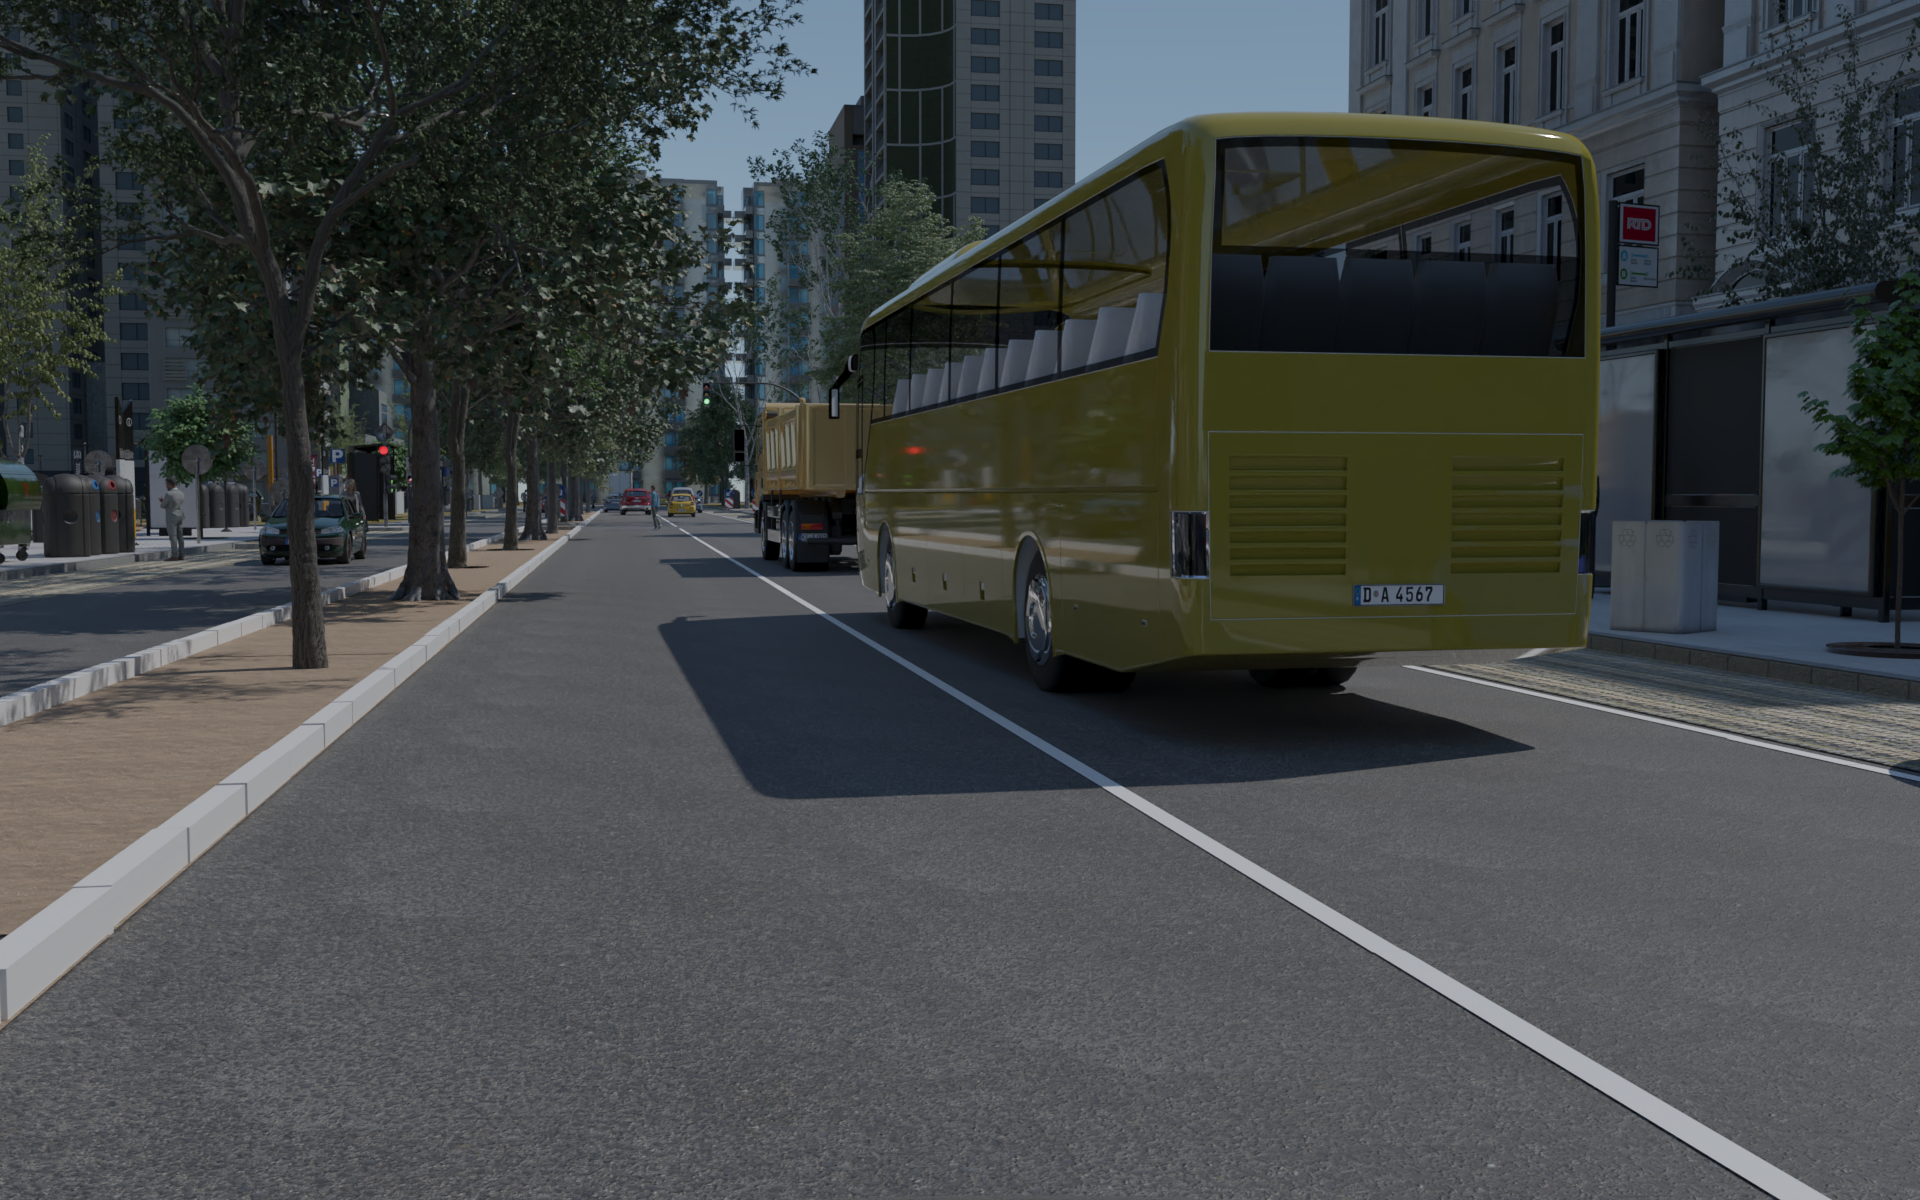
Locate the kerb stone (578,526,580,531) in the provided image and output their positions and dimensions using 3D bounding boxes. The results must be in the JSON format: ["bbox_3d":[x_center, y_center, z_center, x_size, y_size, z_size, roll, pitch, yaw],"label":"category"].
[{"bbox_3d":[-14.325,-2.590,64.547,0.120,0.150,1.000,-1,4,-11],"label":"kerb stone"}]

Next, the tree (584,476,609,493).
[{"bbox_3d":[-29.660,-11.327,138.015,4.737,8.622,4.395,0,3,0],"label":"tree"}]

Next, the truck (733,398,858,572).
[{"bbox_3d":[-2.650,-2.436,35.749,3.469,3.379,9.791,-1,4,-12],"label":"truck"}]

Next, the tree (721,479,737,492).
[{"bbox_3d":[-23.676,-11.198,177.682,1.663,3.219,1.824,0,3,0],"label":"tree"}]

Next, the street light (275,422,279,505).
[{"bbox_3d":[-22.377,-5.130,56.670,0.468,5.910,1.993,-1,4,-11],"label":"street light"}]

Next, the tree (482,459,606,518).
[{"bbox_3d":[-23.003,-11.791,101.898,9.857,13.997,8.962,0,3,0],"label":"tree"}]

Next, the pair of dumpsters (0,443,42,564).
[{"bbox_3d":[-17.950,-1.744,31.006,1.574,2.255,4.437,-1,4,-11],"label":"pair of dumpsters"}]

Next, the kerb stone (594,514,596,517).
[{"bbox_3d":[-21.098,-4.713,99.252,0.120,0.150,1.000,-1,4,-11],"label":"kerb stone"}]

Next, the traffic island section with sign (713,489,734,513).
[{"bbox_3d":[-17.517,-7.433,130.163,1.989,1.847,2.006,-1,4,-11],"label":"traffic island section with sign"}]

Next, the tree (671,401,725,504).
[{"bbox_3d":[-33.338,-19.562,226.500,9.857,13.997,8.962,0,3,0],"label":"tree"}]

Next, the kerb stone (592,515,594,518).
[{"bbox_3d":[-20.114,-4.402,94.212,0.120,0.150,1.000,-1,4,-11],"label":"kerb stone"}]

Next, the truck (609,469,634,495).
[{"bbox_3d":[-39.457,-13.011,201.647,2.839,4.237,11.283,-1,4,-9],"label":"truck"}]

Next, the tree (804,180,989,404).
[{"bbox_3d":[-1.843,-8.900,63.648,7.486,12.596,7.792,0,3,0],"label":"tree"}]

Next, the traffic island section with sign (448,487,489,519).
[{"bbox_3d":[-28.438,-5.582,99.900,1.989,1.847,2.006,-1,4,-11],"label":"traffic island section with sign"}]

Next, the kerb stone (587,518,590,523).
[{"bbox_3d":[-18.160,-3.790,84.163,0.120,0.150,1.000,-1,4,-11],"label":"kerb stone"}]

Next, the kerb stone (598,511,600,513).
[{"bbox_3d":[-24.241,-5.695,115.349,0.120,0.150,1.000,-1,4,-11],"label":"kerb stone"}]

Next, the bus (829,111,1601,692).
[{"bbox_3d":[1.114,-1.465,15.498,2.896,3.916,12.252,-1,4,-12],"label":"bus"}]

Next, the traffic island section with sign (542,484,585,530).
[{"bbox_3d":[-17.735,-4.185,76.564,2.006,1.907,1.989,-1,4,-11],"label":"traffic island section with sign"}]

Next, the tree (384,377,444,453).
[{"bbox_3d":[-32.426,-9.422,104.413,4.737,8.622,4.395,0,3,0],"label":"tree"}]

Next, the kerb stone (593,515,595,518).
[{"bbox_3d":[-20.517,-4.527,96.229,0.120,0.150,1.000,-1,4,-11],"label":"kerb stone"}]

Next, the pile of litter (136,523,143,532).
[{"bbox_3d":[-28.391,-2.749,58.914,1.176,0.858,1.719,3,4,36],"label":"pile of litter"}]

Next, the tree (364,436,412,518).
[{"bbox_3d":[-30.747,-6.687,93.050,4.285,4.588,4.351,0,3,0],"label":"tree"}]

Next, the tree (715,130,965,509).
[{"bbox_3d":[-5.666,-14.242,88.738,12.611,20.169,13.585,0,3,0],"label":"tree"}]

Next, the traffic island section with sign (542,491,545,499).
[{"bbox_3d":[-48.588,-11.896,203.121,1.989,1.847,2.006,-1,4,-11],"label":"traffic island section with sign"}]

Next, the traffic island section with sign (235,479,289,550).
[{"bbox_3d":[-17.811,-2.255,45.497,1.989,1.847,2.006,-1,4,-11],"label":"traffic island section with sign"}]

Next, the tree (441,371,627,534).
[{"bbox_3d":[-14.924,-8.688,62.627,7.486,12.596,7.792,0,3,0],"label":"tree"}]

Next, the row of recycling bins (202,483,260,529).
[{"bbox_3d":[-28.173,-3.591,65.818,1.069,1.692,3.534,1,4,9],"label":"row of recycling bins"}]

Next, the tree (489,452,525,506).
[{"bbox_3d":[-47.188,-14.068,180.370,4.737,8.622,4.395,0,3,0],"label":"tree"}]

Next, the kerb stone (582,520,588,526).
[{"bbox_3d":[-16.970,-3.421,78.121,0.120,0.150,1.000,-1,4,-11],"label":"kerb stone"}]

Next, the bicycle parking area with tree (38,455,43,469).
[{"bbox_3d":[-65.735,-8.711,129.430,8.231,4.147,9.016,-1,4,-23],"label":"bicycle parking area with tree"}]

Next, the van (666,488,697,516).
[{"bbox_3d":[-18.159,-6.494,113.195,2.013,2.044,4.112,-1,4,-10],"label":"van"}]

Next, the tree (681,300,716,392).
[{"bbox_3d":[-17.884,-17.886,148.322,12.611,20.169,13.585,0,3,0],"label":"tree"}]

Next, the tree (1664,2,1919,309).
[{"bbox_3d":[12.830,-4.585,25.331,4.360,8.622,3.978,0,3,0],"label":"tree"}]

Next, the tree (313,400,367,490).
[{"bbox_3d":[-47.281,-11.141,132.518,4.737,8.622,4.395,0,3,0],"label":"tree"}]

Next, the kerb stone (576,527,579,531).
[{"bbox_3d":[-13.931,-2.466,62.540,0.120,0.150,1.000,-1,4,-11],"label":"kerb stone"}]

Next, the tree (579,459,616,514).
[{"bbox_3d":[-26.607,-12.750,121.296,12.009,13.543,11.850,0,3,0],"label":"tree"}]

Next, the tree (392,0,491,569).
[{"bbox_3d":[-9.537,-6.400,32.861,9.928,11.665,9.643,0,3,0],"label":"tree"}]

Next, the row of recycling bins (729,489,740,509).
[{"bbox_3d":[-19.695,-8.831,151.504,1.069,1.692,3.534,-1,4,-10],"label":"row of recycling bins"}]

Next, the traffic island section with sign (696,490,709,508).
[{"bbox_3d":[-27.009,-10.408,178.792,1.989,1.847,2.006,-1,4,-11],"label":"traffic island section with sign"}]

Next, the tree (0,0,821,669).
[{"bbox_3d":[-5.372,-4.731,14.228,8.767,10.594,7.601,-1,4,-11],"label":"tree"}]

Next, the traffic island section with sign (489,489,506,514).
[{"bbox_3d":[-33.590,-7.201,126.360,1.989,1.847,2.006,-1,4,-11],"label":"traffic island section with sign"}]

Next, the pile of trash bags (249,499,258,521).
[{"bbox_3d":[-34.823,-4.378,81.340,3.447,1.369,1.912,-1,4,-23],"label":"pile of trash bags"}]

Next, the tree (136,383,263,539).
[{"bbox_3d":[-21.933,-4.037,49.727,4.285,4.588,4.351,0,3,0],"label":"tree"}]

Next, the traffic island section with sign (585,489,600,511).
[{"bbox_3d":[-32.138,-8.696,150.315,2.006,1.907,1.989,-1,4,-11],"label":"traffic island section with sign"}]

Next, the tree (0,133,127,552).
[{"bbox_3d":[-19.534,-5.230,35.879,4.737,8.622,4.395,0,3,0],"label":"tree"}]

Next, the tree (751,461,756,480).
[{"bbox_3d":[-12.537,-8.159,117.119,4.285,4.588,4.351,0,3,0],"label":"tree"}]

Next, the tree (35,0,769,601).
[{"bbox_3d":[-7.249,-6.347,23.237,9.611,12.733,9.660,0,3,0],"label":"tree"}]

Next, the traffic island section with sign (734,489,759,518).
[{"bbox_3d":[-12.228,-5.778,103.090,1.989,1.847,2.006,-1,4,-11],"label":"traffic island section with sign"}]

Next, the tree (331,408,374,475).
[{"bbox_3d":[-50.602,-11.886,144.702,4.360,8.622,3.978,0,3,0],"label":"tree"}]

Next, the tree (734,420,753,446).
[{"bbox_3d":[-26.095,-16.141,189.662,9.928,11.665,9.643,0,3,0],"label":"tree"}]

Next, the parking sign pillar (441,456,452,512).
[{"bbox_3d":[-36.302,-8.258,123.495,1.447,3.967,1.447,2,4,32],"label":"parking sign pillar"}]

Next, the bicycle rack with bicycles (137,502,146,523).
[{"bbox_3d":[-37.377,-3.934,77.701,2.925,0.926,2.852,1,4,14],"label":"bicycle rack with bicycles"}]

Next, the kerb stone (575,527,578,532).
[{"bbox_3d":[-13.737,-2.406,61.537,0.120,0.150,1.000,-1,4,-11],"label":"kerb stone"}]

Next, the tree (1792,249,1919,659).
[{"bbox_3d":[7.414,-1.175,13.817,1.663,3.219,1.824,0,3,0],"label":"tree"}]

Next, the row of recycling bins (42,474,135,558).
[{"bbox_3d":[-18.394,-1.800,36.538,1.069,1.692,3.534,0,4,-7],"label":"row of recycling bins"}]

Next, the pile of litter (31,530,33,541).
[{"bbox_3d":[-25.767,-2.083,48.026,1.176,0.858,1.719,-2,4,-27],"label":"pile of litter"}]
